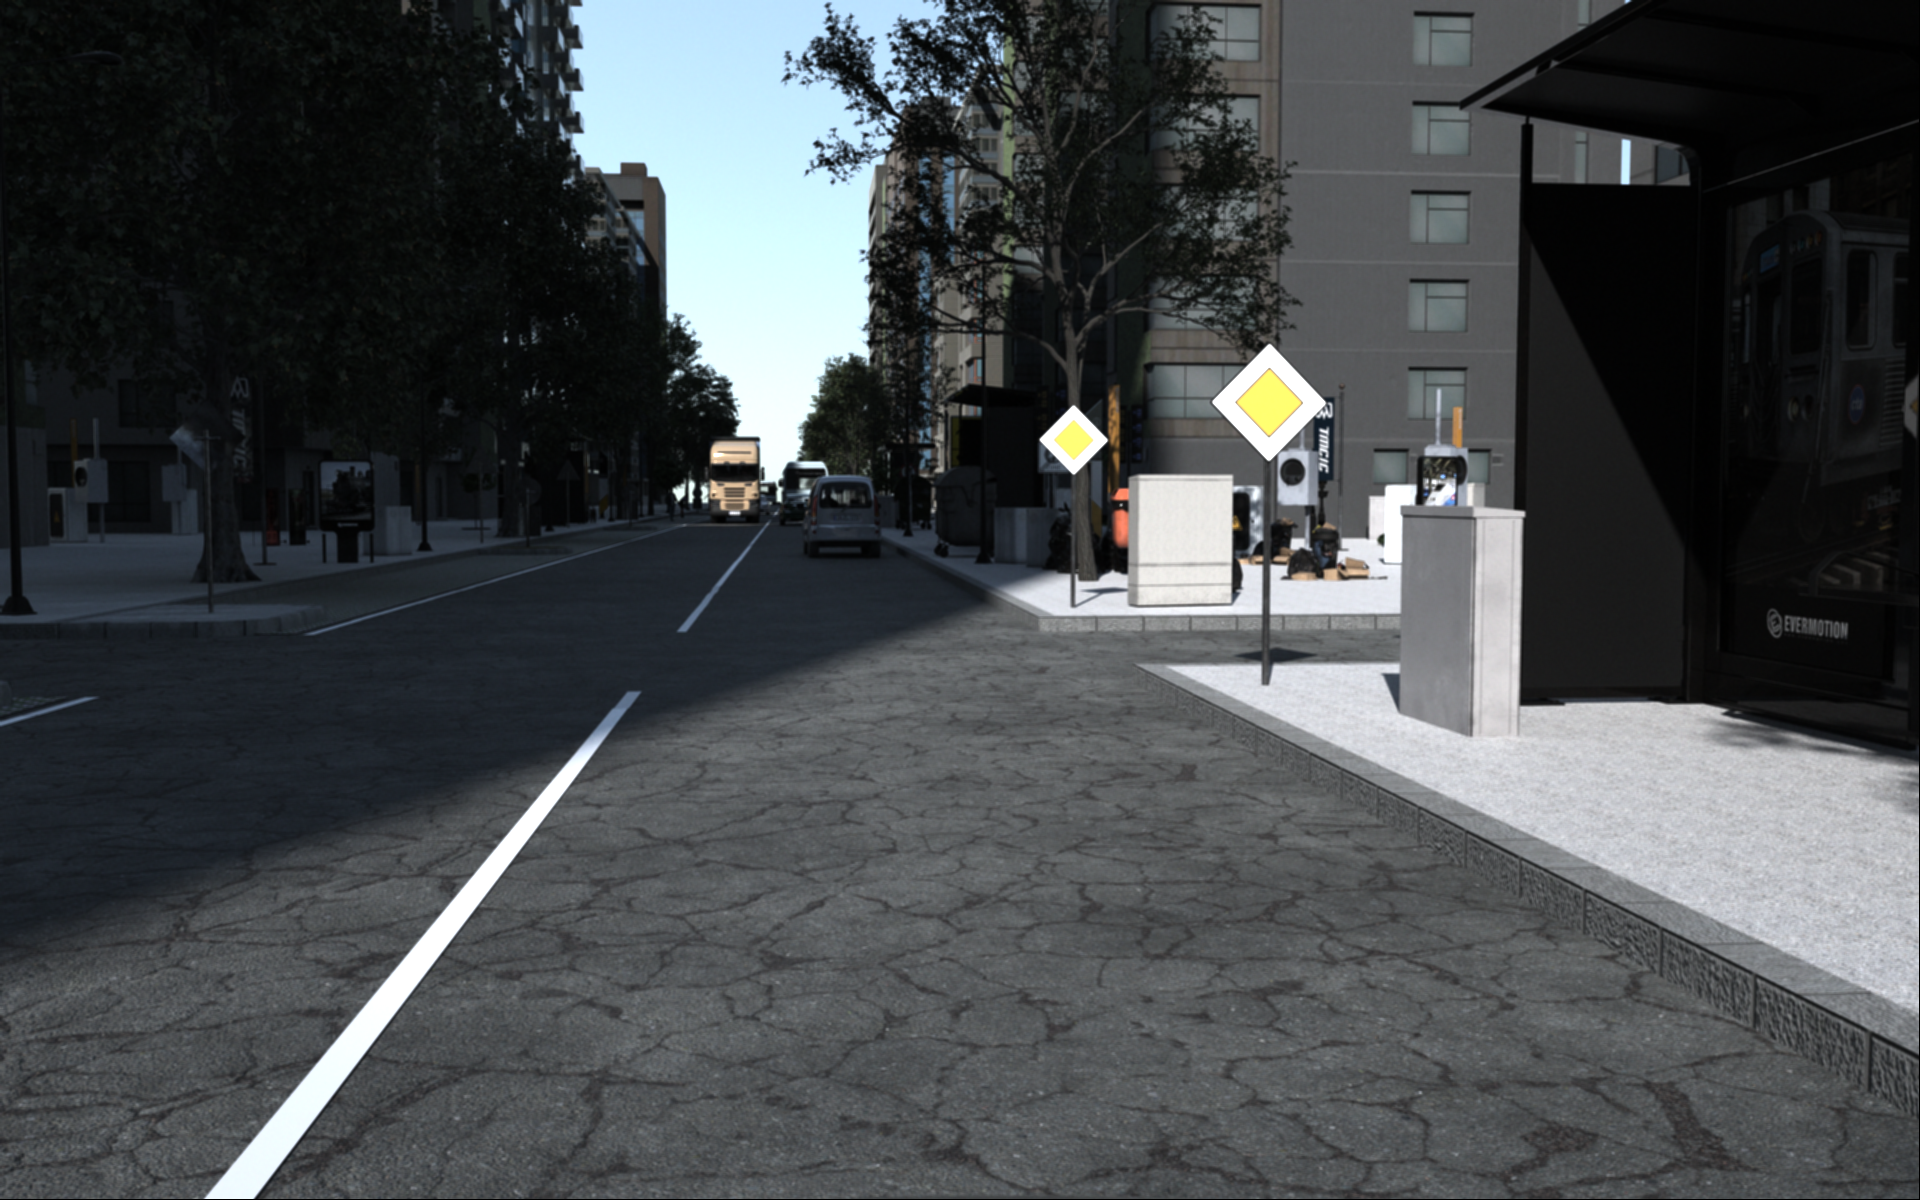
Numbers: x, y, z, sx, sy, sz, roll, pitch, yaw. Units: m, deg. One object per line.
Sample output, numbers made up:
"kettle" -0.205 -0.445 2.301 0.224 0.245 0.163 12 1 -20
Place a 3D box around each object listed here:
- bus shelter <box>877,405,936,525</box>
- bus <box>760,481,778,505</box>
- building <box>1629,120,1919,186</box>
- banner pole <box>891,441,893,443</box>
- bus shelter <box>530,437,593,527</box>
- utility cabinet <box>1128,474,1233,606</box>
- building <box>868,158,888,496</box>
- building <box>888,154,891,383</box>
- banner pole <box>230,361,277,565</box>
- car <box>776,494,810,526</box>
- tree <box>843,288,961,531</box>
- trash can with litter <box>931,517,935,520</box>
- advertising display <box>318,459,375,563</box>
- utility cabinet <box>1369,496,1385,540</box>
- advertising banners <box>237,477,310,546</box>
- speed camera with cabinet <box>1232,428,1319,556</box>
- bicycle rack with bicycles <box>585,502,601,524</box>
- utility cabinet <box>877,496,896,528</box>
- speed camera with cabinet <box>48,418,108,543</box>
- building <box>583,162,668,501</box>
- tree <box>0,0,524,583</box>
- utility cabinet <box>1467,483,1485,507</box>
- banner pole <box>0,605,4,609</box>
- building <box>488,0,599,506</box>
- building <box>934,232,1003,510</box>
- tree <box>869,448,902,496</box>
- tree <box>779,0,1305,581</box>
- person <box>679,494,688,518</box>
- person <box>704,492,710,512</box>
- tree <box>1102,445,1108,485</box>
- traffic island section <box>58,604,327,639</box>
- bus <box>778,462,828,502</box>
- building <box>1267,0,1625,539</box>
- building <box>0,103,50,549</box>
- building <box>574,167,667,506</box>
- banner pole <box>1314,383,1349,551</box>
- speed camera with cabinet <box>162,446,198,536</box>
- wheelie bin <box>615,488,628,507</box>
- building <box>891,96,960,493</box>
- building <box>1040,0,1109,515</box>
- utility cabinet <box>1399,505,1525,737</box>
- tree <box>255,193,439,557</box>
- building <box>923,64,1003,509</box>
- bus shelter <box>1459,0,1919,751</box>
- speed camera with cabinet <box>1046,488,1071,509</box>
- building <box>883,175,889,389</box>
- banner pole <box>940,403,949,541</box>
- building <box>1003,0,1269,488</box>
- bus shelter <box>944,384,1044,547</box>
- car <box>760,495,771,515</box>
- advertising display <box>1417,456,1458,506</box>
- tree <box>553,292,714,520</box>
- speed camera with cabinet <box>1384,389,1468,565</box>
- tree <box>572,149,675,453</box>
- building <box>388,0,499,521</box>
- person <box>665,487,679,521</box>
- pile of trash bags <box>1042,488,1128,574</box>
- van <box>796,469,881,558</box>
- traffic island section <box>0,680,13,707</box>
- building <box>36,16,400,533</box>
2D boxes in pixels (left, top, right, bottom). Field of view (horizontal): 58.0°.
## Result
"bus shelter" -2.423 -5.977 75.353 2.179 5.291 8.768 0 4 -6
"bus" -26.521 -14.898 238.435 2.948 3.499 13.247 0 4 -5
"building" 30.215 -36.725 38.711 20.611 71.187 20.563 0 4 -6
"banner pole" -3.377 -5.583 81.293 0.863 3.779 0.401 2 4 31
"bus shelter" -16.211 -4.858 70.709 1.731 3.624 6.357 0 4 -5
"utility cabinet" 2.521 -0.683 19.850 1.173 1.500 0.318 -1 4 -17
"building" -1.652 -37.874 242.935 21.300 48.544 21.600 0 4 -6
"building" -1.385 -34.267 210.369 14.600 45.320 14.200 0 4 -6
"banner pole" -12.760 -2.512 31.081 0.863 3.779 0.401 -3 4 -36
"car" -7.463 -4.198 80.441 2.131 1.459 4.920 0 4 -6
"tree" -1.777 -6.623 58.641 4.360 8.622 3.978 0 3 0
"trash can with litter" -1.912 -4.591 86.125 2.233 1.210 1.678 2 4 34
"advertising display" -11.403 -1.652 32.219 0.974 1.923 0.123 -1 4 -8
"utility cabinet" 11.933 -2.273 48.324 1.020 1.237 0.306 1 4 14
"advertising banners" -17.028 -2.850 42.793 0.090 3.025 2.074 2 4 34
"speed camera with cabinet" 6.300 -2.524 35.601 2.038 3.252 0.660 2 4 34
"bicycle rack with bicycles" -17.035 -3.860 76.499 2.852 0.926 2.925 0 4 3
"utility cabinet" -2.858 -3.358 66.069 0.306 1.237 1.020 -3 4 -37
"speed camera with cabinet" -23.218 -3.132 45.540 2.038 3.252 0.660 2 4 35
"building" -47.617 -35.921 237.420 14.600 45.320 14.200 0 4 -6
"tree" -10.809 -6.601 24.939 9.611 12.733 9.660 0 3 0
"utility cabinet" 10.181 -1.580 34.515 0.318 1.500 1.173 2 4 26
"banner pole" -10.754 -1.779 19.096 0.401 3.779 0.863 -3 4 -38
"building" -41.674 -31.596 136.200 23.786 49.044 30.456 0 4 -6
"building" 13.089 -17.188 126.064 27.650 21.520 28.899 0 4 -6
"tree" -3.173 -4.546 68.928 1.663 3.219 1.824 0 3 0
"tree" 1.581 -5.566 25.424 7.601 10.594 8.767 1 4 23
"person" -16.784 -5.714 105.161 0.421 1.427 0.697 2 4 34
"person" -20.017 -7.952 139.224 1.217 1.735 0.721 -1 4 -21
"tree" 7.854 -5.810 78.713 4.285 4.588 4.351 0 3 0
"traffic island section" -8.101 0.220 18.687 2.009 0.180 2.903 0 4 -6
"bus" -9.479 -6.734 104.962 2.948 3.499 13.247 0 4 -6
"building" 11.747 -22.763 55.778 14.154 41.232 14.086 0 4 -6
"building" -28.960 -21.451 34.326 14.154 41.232 14.086 0 4 -6
"building" -53.547 -32.169 217.849 32.217 40.220 23.993 0 4 -6
"banner pole" 8.428 -3.019 39.378 0.863 3.779 0.401 1 4 22
"speed camera with cabinet" -24.441 -3.663 54.229 0.660 3.252 2.038 -1 4 -11
"wheelie bin" -18.034 -5.194 92.824 0.980 1.594 0.693 0 4 8
"building" 0.190 -33.405 196.282 14.600 45.320 14.200 0 4 -6
"building" 10.974 -19.391 88.744 14.160 30.474 14.107 0 4 -6
"utility cabinet" 2.772 0.095 9.617 0.306 1.237 1.020 0 4 -7
"tree" -12.513 -5.174 34.956 4.737 8.622 4.395 0 3 0
"building" 12.731 -28.151 152.155 32.217 40.220 23.993 0 4 -6
"bus shelter" 4.141 -0.992 7.503 1.731 3.624 6.357 0 4 -6
"speed camera with cabinet" 2.498 -3.322 48.657 2.038 3.252 0.660 -1 4 -22
"building" -3.050 -33.111 224.956 14.154 41.232 14.086 0 4 -6
"banner pole" -0.357 -3.509 47.384 0.401 3.779 0.863 0 4 -7
"building" 9.344 -25.670 103.303 14.154 41.232 14.086 0 4 -6
"bus shelter" 0.754 -2.982 40.044 1.731 3.624 6.357 0 4 -5
"car" -14.213 -6.644 120.995 2.083 1.381 4.827 0 4 -6
"advertising display" 8.132 -1.487 29.529 0.974 1.923 0.123 -3 4 -38
"tree" -16.968 -9.839 86.617 9.928 11.665 9.643 0 3 0
"speed camera with cabinet" 8.635 -2.304 32.000 0.660 3.252 2.038 3 5 45
"tree" -13.280 -8.218 51.379 9.611 12.733 9.660 0 3 0
"building" -30.774 -24.437 83.144 14.154 41.232 14.086 0 4 -6
"person" -15.074 -4.993 90.483 0.721 1.781 0.623 3 4 36
"pile of trash bags" 2.455 -1.129 28.209 1.912 1.369 3.447 0 4 -5
"van" -2.795 -2.046 40.471 2.013 2.044 4.112 0 4 -7
"traffic island section" -7.327 0.706 10.739 2.009 0.180 2.903 0 4 -6
"building" -28.908 -17.724 61.494 14.160 30.474 14.107 0 4 -6
